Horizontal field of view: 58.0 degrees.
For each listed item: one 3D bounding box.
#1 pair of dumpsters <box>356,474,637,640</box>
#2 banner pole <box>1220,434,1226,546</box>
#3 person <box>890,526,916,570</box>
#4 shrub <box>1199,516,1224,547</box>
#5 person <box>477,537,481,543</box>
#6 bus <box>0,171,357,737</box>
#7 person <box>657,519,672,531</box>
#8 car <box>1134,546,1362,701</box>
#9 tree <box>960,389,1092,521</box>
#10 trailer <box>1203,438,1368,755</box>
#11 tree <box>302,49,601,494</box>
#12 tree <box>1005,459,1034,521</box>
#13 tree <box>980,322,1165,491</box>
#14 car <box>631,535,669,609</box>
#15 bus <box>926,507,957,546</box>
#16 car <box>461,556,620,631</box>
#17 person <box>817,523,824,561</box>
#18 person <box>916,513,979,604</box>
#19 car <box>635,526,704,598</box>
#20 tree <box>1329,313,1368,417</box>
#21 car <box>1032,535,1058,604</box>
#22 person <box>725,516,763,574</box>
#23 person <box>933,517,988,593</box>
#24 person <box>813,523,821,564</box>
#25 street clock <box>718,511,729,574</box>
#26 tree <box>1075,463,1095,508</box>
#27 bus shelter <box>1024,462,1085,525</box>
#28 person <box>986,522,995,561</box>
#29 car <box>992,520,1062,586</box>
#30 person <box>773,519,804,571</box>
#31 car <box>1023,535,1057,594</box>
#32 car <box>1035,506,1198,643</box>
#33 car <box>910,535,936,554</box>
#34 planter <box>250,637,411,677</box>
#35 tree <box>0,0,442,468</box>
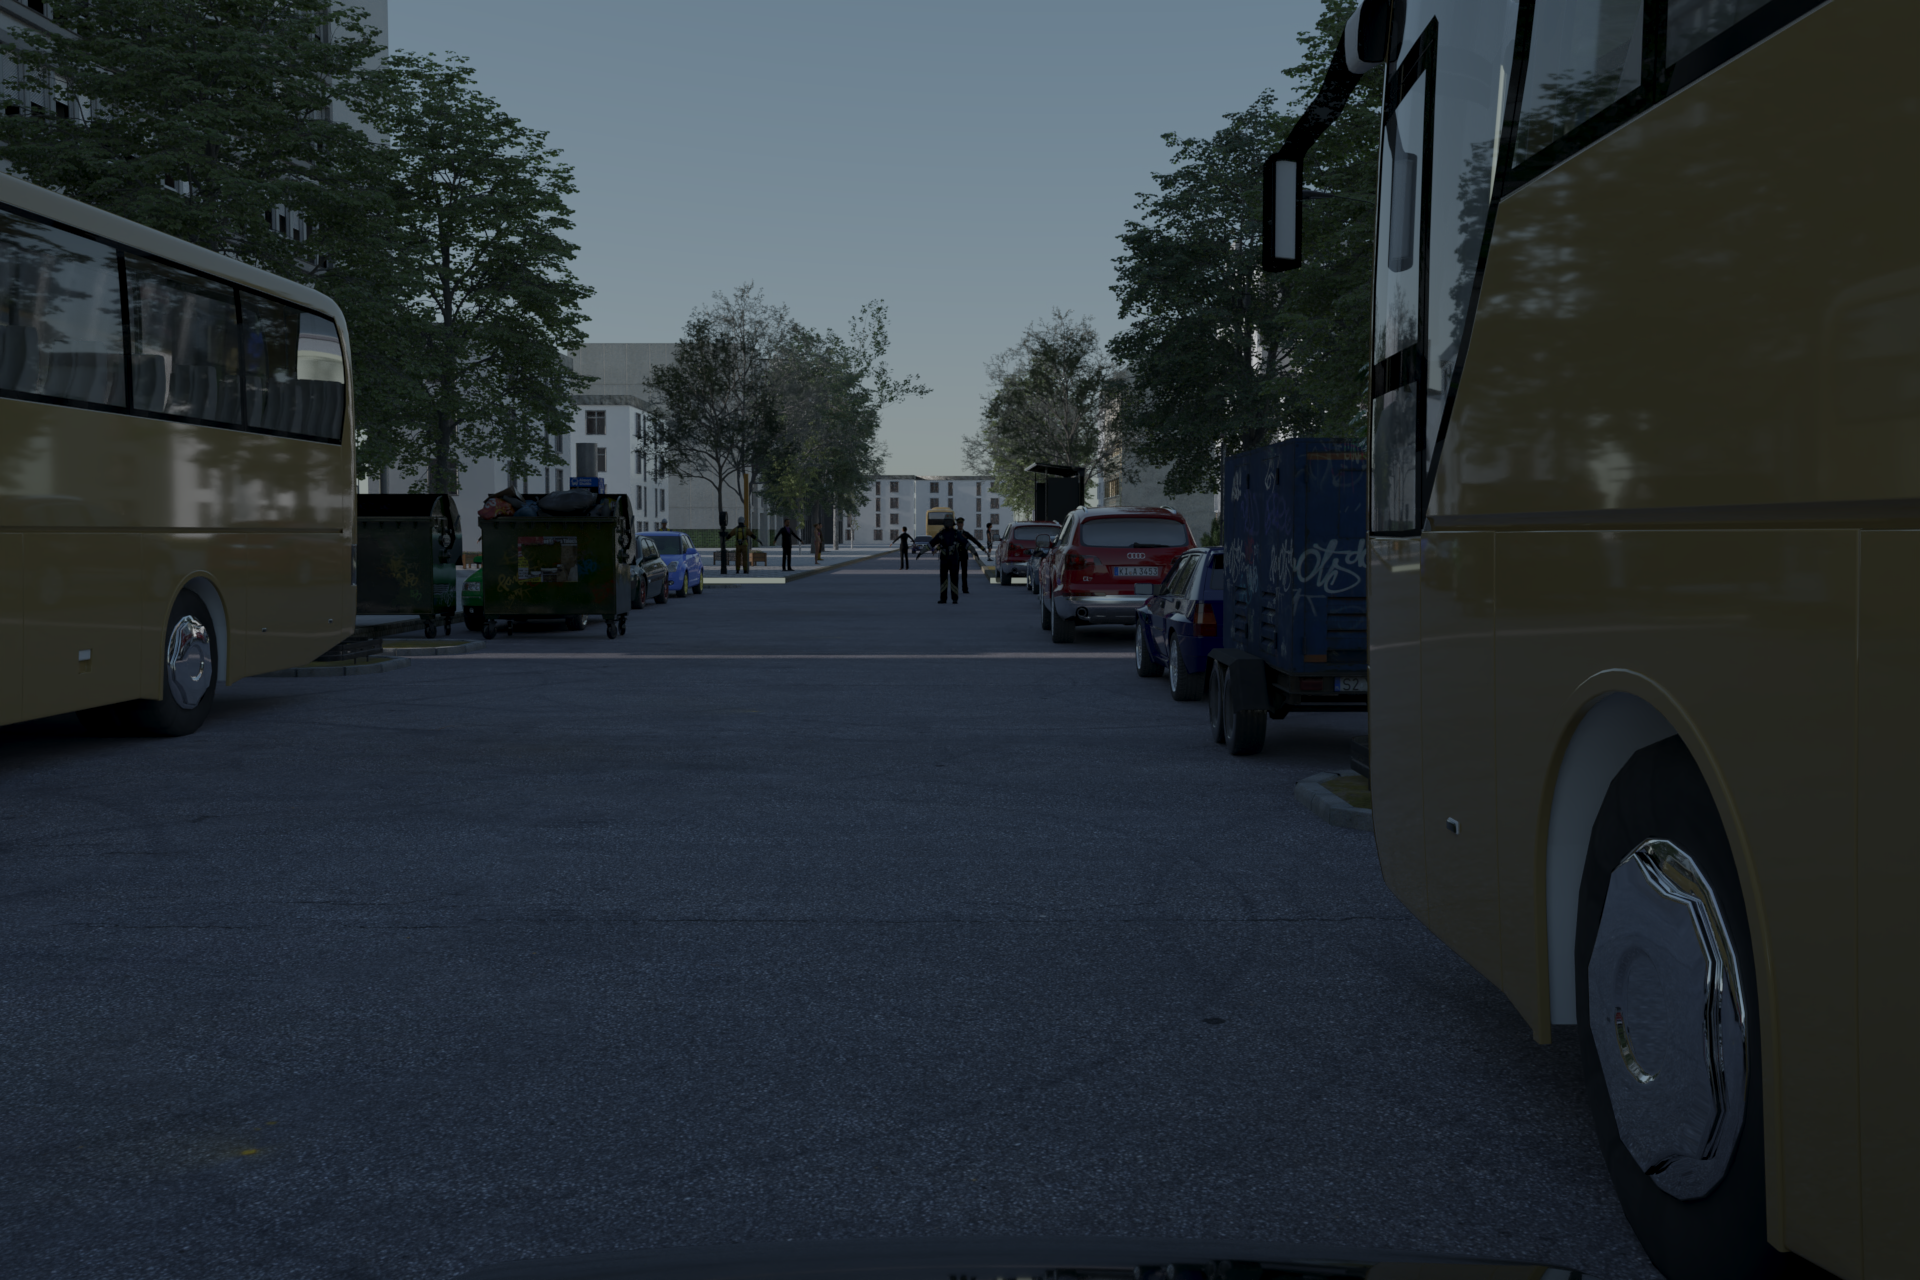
[{"bbox_3d":[-6.781,-1.159,23.896,4.436,2.255,1.574,0,4,-1],"label":"pair of dumpsters"},{"bbox_3d":[6.536,-3.243,43.032,0.401,3.779,0.863,0,3,0],"label":"banner pole"},{"bbox_3d":[-2.268,-3.673,69.236,1.216,1.740,0.721,-2,4,-33],"label":"person"},{"bbox_3d":[10.515,-4.046,70.199,1.661,2.075,1.752,0,3,0],"label":"shrub"},{"bbox_3d":[-18.365,-3.795,68.227,1.347,1.806,0.705,0,4,-2],"label":"person"},{"bbox_3d":[-6.659,-1.093,9.417,2.896,3.916,12.252,0,4,0],"label":"bus"},{"bbox_3d":[-9.372,-2.971,55.036,1.216,1.772,0.721,-1,4,-17],"label":"person"},{"bbox_3d":[2.660,-0.221,16.202,1.945,1.354,3.894,0,4,-1],"label":"car"},{"bbox_3d":[5.242,-13.636,133.323,12.009,13.543,11.850,0,3,0],"label":"tree"},{"bbox_3d":[2.450,-0.317,12.231,1.471,1.999,3.904,0,3,0],"label":"trailer"},{"bbox_3d":[-12.145,-7.540,41.409,7.486,12.596,7.792,0,3,0],"label":"tree"},{"bbox_3d":[5.908,-12.014,146.799,4.737,8.622,4.395,0,3,0],"label":"tree"},{"bbox_3d":[5.338,-8.653,75.887,8.767,10.594,7.601,-1,4,-14],"label":"tree"},{"bbox_3d":[-6.884,-1.496,34.248,2.009,1.686,4.222,0,4,0],"label":"car"},{"bbox_3d":[-1.689,-10.158,157.637,2.896,3.916,12.252,0,4,0],"label":"bus"},{"bbox_3d":[-6.471,-1.122,27.140,1.959,1.807,4.718,0,4,-1],"label":"car"},{"bbox_3d":[-6.778,-4.759,83.944,0.704,1.812,1.346,0,4,3],"label":"person"},{"bbox_3d":[-0.235,-1.676,35.635,1.354,1.856,0.705,1,4,16],"label":"person"},{"bbox_3d":[-7.004,-1.869,40.152,1.945,1.707,3.694,0,4,0],"label":"car"},{"bbox_3d":[16.654,-8.428,63.545,9.928,11.665,9.643,0,3,0],"label":"tree"},{"bbox_3d":[2.517,-1.527,34.006,2.155,1.783,4.494,0,4,0],"label":"car"},{"bbox_3d":[-7.059,-3.072,55.990,1.354,1.858,0.705,0,4,4],"label":"person"},{"bbox_3d":[0.009,-2.043,41.788,1.347,1.837,0.705,0,4,-6],"label":"person"},{"bbox_3d":[-5.982,-4.069,73.334,0.721,1.733,1.217,-1,4,-8],"label":"person"},{"bbox_3d":[-7.538,-3.099,55.233,0.358,2.002,0.471,0,4,1],"label":"street clock"},{"bbox_3d":[15.409,-20.054,246.010,7.486,12.596,7.792,0,3,0],"label":"tree"},{"bbox_3d":[3.259,-4.193,59.837,1.731,3.624,6.357,0,4,-1],"label":"bus shelter"},{"bbox_3d":[1.428,-4.626,81.775,0.704,1.843,1.345,1,4,9],"label":"person"},{"bbox_3d":[2.097,-2.505,49.626,2.281,1.827,5.304,0,4,-1],"label":"car"},{"bbox_3d":[-5.976,-3.288,59.982,0.704,1.802,1.346,3,5,44],"label":"person"},{"bbox_3d":[2.583,-1.869,42.566,2.014,1.417,4.499,0,4,-1],"label":"car"},{"bbox_3d":[2.218,-0.953,24.252,2.281,1.827,5.304,0,4,0],"label":"car"},{"bbox_3d":[-2.656,-7.002,127.056,1.945,1.354,3.894,0,4,0],"label":"car"},{"bbox_3d":[-6.956,0.173,18.314,1.991,0.319,1.994,0,4,1],"label":"planter"},{"bbox_3d":[-13.133,-6.836,29.893,7.486,12.596,7.792,0,3,0],"label":"tree"}]
